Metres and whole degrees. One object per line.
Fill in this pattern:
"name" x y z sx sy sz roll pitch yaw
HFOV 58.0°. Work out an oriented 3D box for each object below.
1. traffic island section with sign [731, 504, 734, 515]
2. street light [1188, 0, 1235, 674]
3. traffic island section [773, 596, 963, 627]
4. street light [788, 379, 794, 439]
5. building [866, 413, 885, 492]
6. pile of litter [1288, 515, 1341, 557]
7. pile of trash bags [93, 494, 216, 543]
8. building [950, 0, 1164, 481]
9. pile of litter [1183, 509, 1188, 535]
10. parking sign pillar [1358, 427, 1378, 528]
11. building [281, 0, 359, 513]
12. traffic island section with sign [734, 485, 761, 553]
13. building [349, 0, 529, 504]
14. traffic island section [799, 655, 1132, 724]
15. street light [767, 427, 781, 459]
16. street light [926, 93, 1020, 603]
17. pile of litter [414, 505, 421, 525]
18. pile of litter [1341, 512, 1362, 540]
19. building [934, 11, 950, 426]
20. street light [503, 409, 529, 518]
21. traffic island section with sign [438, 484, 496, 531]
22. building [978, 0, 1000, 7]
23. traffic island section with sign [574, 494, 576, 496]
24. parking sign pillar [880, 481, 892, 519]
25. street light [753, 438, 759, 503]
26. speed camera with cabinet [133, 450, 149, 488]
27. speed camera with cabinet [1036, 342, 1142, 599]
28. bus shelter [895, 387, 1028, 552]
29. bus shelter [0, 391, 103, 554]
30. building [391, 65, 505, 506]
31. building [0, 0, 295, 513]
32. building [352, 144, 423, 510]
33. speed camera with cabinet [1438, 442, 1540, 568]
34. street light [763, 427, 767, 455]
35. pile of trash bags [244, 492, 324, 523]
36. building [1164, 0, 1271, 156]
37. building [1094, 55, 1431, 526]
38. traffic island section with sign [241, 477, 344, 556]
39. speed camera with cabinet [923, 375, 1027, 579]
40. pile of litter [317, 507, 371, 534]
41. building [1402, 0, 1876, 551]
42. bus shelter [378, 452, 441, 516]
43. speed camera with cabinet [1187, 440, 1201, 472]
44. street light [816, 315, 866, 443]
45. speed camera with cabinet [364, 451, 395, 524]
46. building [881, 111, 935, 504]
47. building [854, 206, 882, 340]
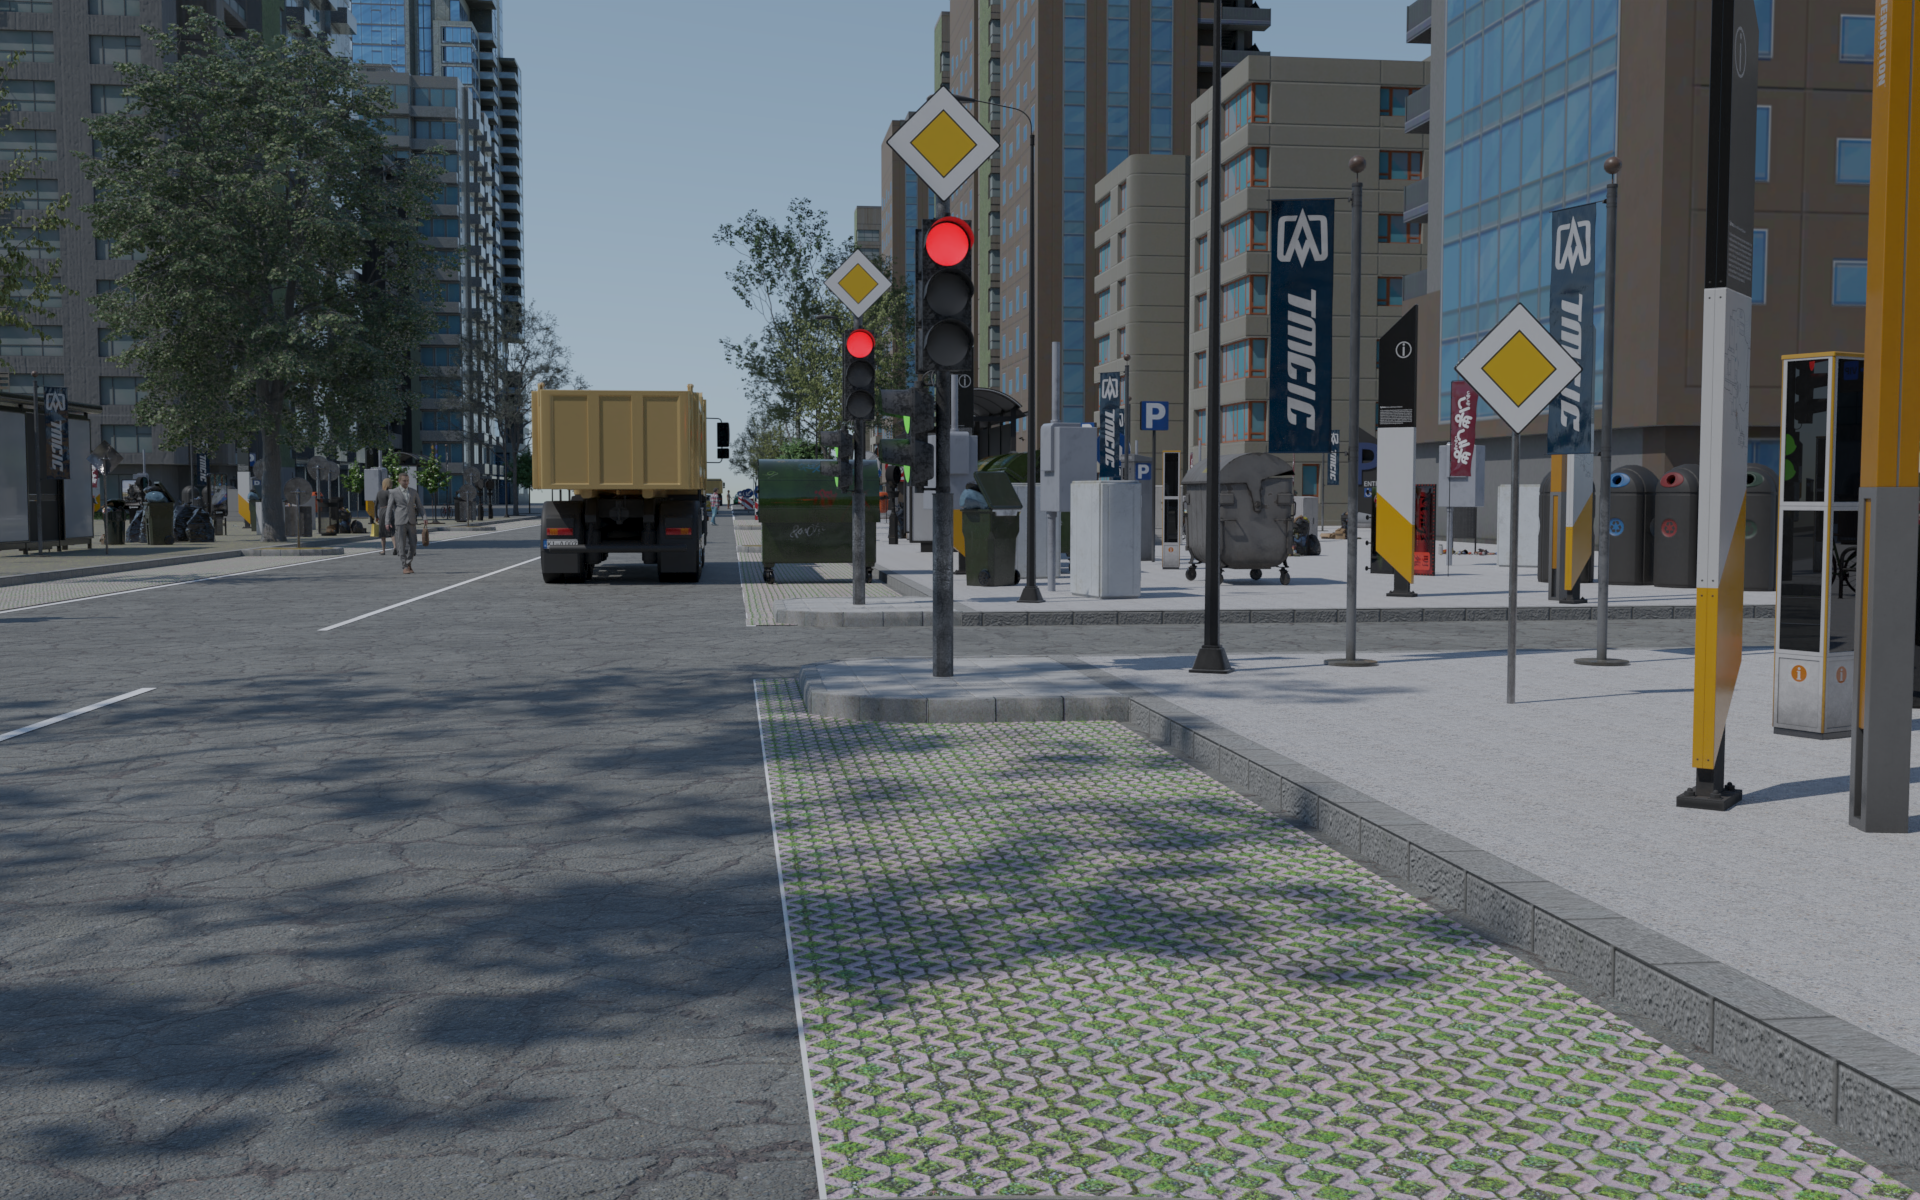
"traffic island section with sign" -8.058 -3.723 69.499 1.989 1.847 2.006 0 4 -8
"street light" 1.280 -2.429 12.261 1.470 5.913 1.316 0 4 -8
"traffic island section" -1.151 0.132 20.121 2.009 0.180 2.903 0 4 -8
"street light" -6.320 -5.949 69.812 1.470 5.913 1.316 0 4 -8
"building" 1.453 -23.442 228.308 27.650 21.520 28.899 0 4 -8
"pile of litter" 6.821 -1.348 36.006 1.719 0.858 1.176 -2 4 -32
"pile of trash bags" -21.605 -2.206 45.814 3.447 1.369 1.912 -2 4 -29
"building" 6.944 -29.792 137.213 14.600 45.320 14.200 0 4 -8
"pile of litter" 7.226 -2.467 54.294 1.176 0.858 1.719 -1 4 -20
"parking sign pillar" 15.473 -4.707 65.434 1.447 3.967 1.447 1 4 18
"building" -54.138 -30.488 118.092 23.786 49.044 30.456 0 4 -8
"traffic island section with sign" -4.506 -2.089 42.778 1.989 1.847 2.006 0 4 -8
"building" -68.789 -56.086 229.682 22.319 86.520 31.000 0 4 -8
"traffic island section" -0.097 0.616 12.205 2.009 0.180 2.903 0 4 -8
"street light" -9.649 -7.471 94.687 1.470 5.913 1.316 0 4 -8
"street light" 0.306 -2.920 20.282 1.470 5.913 1.316 0 4 -8
"pile of litter" -22.968 -3.543 71.886 1.176 0.858 1.719 -1 4 -13
"pile of litter" 10.847 -2.167 49.395 1.176 0.858 1.719 1 4 10
"building" 4.532 -28.635 151.777 14.154 41.232 14.086 0 4 -8
"street light" -24.106 -7.433 94.067 1.470 5.913 1.316 0 4 -8
"traffic island section with sign" -19.134 -3.591 67.337 1.989 1.847 2.006 0 4 -8
"building" 8.088 -26.890 123.250 14.154 41.232 14.086 0 4 -8
"traffic island section with sign" -25.843 -6.673 117.737 1.989 1.847 2.006 0 4 -8
"parking sign pillar" -3.505 -6.148 88.990 1.447 3.967 1.447 0 4 5
"street light" -16.319 -10.532 144.737 1.470 5.913 1.316 0 4 -8
"speed camera with cabinet" -36.693 -5.095 77.641 0.660 3.252 2.038 -1 4 -21
"speed camera with cabinet" 1.646 -1.693 22.019 0.660 3.252 2.038 -1 4 -19
"bus shelter" -0.005 -2.549 35.593 2.014 3.302 5.546 0 4 -8
"bus shelter" -20.551 -3.576 36.098 2.179 5.291 8.768 0 4 -8
"building" -65.568 -35.517 200.313 23.786 49.044 30.456 0 4 -8
"building" -46.634 -25.279 96.901 14.154 41.232 14.086 0 4 -8
"building" -52.677 -22.638 141.834 14.160 30.474 14.107 0 4 -8
"speed camera with cabinet" 9.567 -2.222 30.659 2.038 3.252 0.660 2 4 34
"street light" -12.939 -9.020 120.016 1.470 5.913 1.316 0 4 -8
"pile of trash bags" -30.408 -4.189 78.246 1.912 1.369 3.447 3 5 42
"building" 10.446 -28.060 108.894 14.600 45.320 14.200 0 4 -8
"building" 23.150 -14.656 84.660 27.650 21.520 28.899 0 4 -8
"traffic island section with sign" -15.583 -1.956 40.601 1.989 1.847 2.006 0 4 -8
"speed camera with cabinet" 0.488 -1.942 26.092 2.038 3.252 0.660 -1 4 -22
"pile of litter" -20.042 -2.583 56.202 1.719 0.858 1.176 -1 4 -13
"building" 20.432 -23.976 42.114 14.200 45.320 14.600 0 4 -8
"bus shelter" -27.300 -5.639 86.118 2.014 3.302 5.546 0 4 -7
"speed camera with cabinet" 9.491 -4.280 64.320 2.038 3.252 0.660 -1 4 -12
"street light" -3.040 -4.437 45.078 1.470 5.913 1.316 0 4 -8
"speed camera with cabinet" -20.431 -4.111 61.558 0.660 3.252 2.038 1 4 8
"building" -1.731 -33.878 204.012 14.600 45.320 14.200 0 4 -8
"building" -8.195 -34.524 248.067 14.154 41.232 14.086 0 4 -8
